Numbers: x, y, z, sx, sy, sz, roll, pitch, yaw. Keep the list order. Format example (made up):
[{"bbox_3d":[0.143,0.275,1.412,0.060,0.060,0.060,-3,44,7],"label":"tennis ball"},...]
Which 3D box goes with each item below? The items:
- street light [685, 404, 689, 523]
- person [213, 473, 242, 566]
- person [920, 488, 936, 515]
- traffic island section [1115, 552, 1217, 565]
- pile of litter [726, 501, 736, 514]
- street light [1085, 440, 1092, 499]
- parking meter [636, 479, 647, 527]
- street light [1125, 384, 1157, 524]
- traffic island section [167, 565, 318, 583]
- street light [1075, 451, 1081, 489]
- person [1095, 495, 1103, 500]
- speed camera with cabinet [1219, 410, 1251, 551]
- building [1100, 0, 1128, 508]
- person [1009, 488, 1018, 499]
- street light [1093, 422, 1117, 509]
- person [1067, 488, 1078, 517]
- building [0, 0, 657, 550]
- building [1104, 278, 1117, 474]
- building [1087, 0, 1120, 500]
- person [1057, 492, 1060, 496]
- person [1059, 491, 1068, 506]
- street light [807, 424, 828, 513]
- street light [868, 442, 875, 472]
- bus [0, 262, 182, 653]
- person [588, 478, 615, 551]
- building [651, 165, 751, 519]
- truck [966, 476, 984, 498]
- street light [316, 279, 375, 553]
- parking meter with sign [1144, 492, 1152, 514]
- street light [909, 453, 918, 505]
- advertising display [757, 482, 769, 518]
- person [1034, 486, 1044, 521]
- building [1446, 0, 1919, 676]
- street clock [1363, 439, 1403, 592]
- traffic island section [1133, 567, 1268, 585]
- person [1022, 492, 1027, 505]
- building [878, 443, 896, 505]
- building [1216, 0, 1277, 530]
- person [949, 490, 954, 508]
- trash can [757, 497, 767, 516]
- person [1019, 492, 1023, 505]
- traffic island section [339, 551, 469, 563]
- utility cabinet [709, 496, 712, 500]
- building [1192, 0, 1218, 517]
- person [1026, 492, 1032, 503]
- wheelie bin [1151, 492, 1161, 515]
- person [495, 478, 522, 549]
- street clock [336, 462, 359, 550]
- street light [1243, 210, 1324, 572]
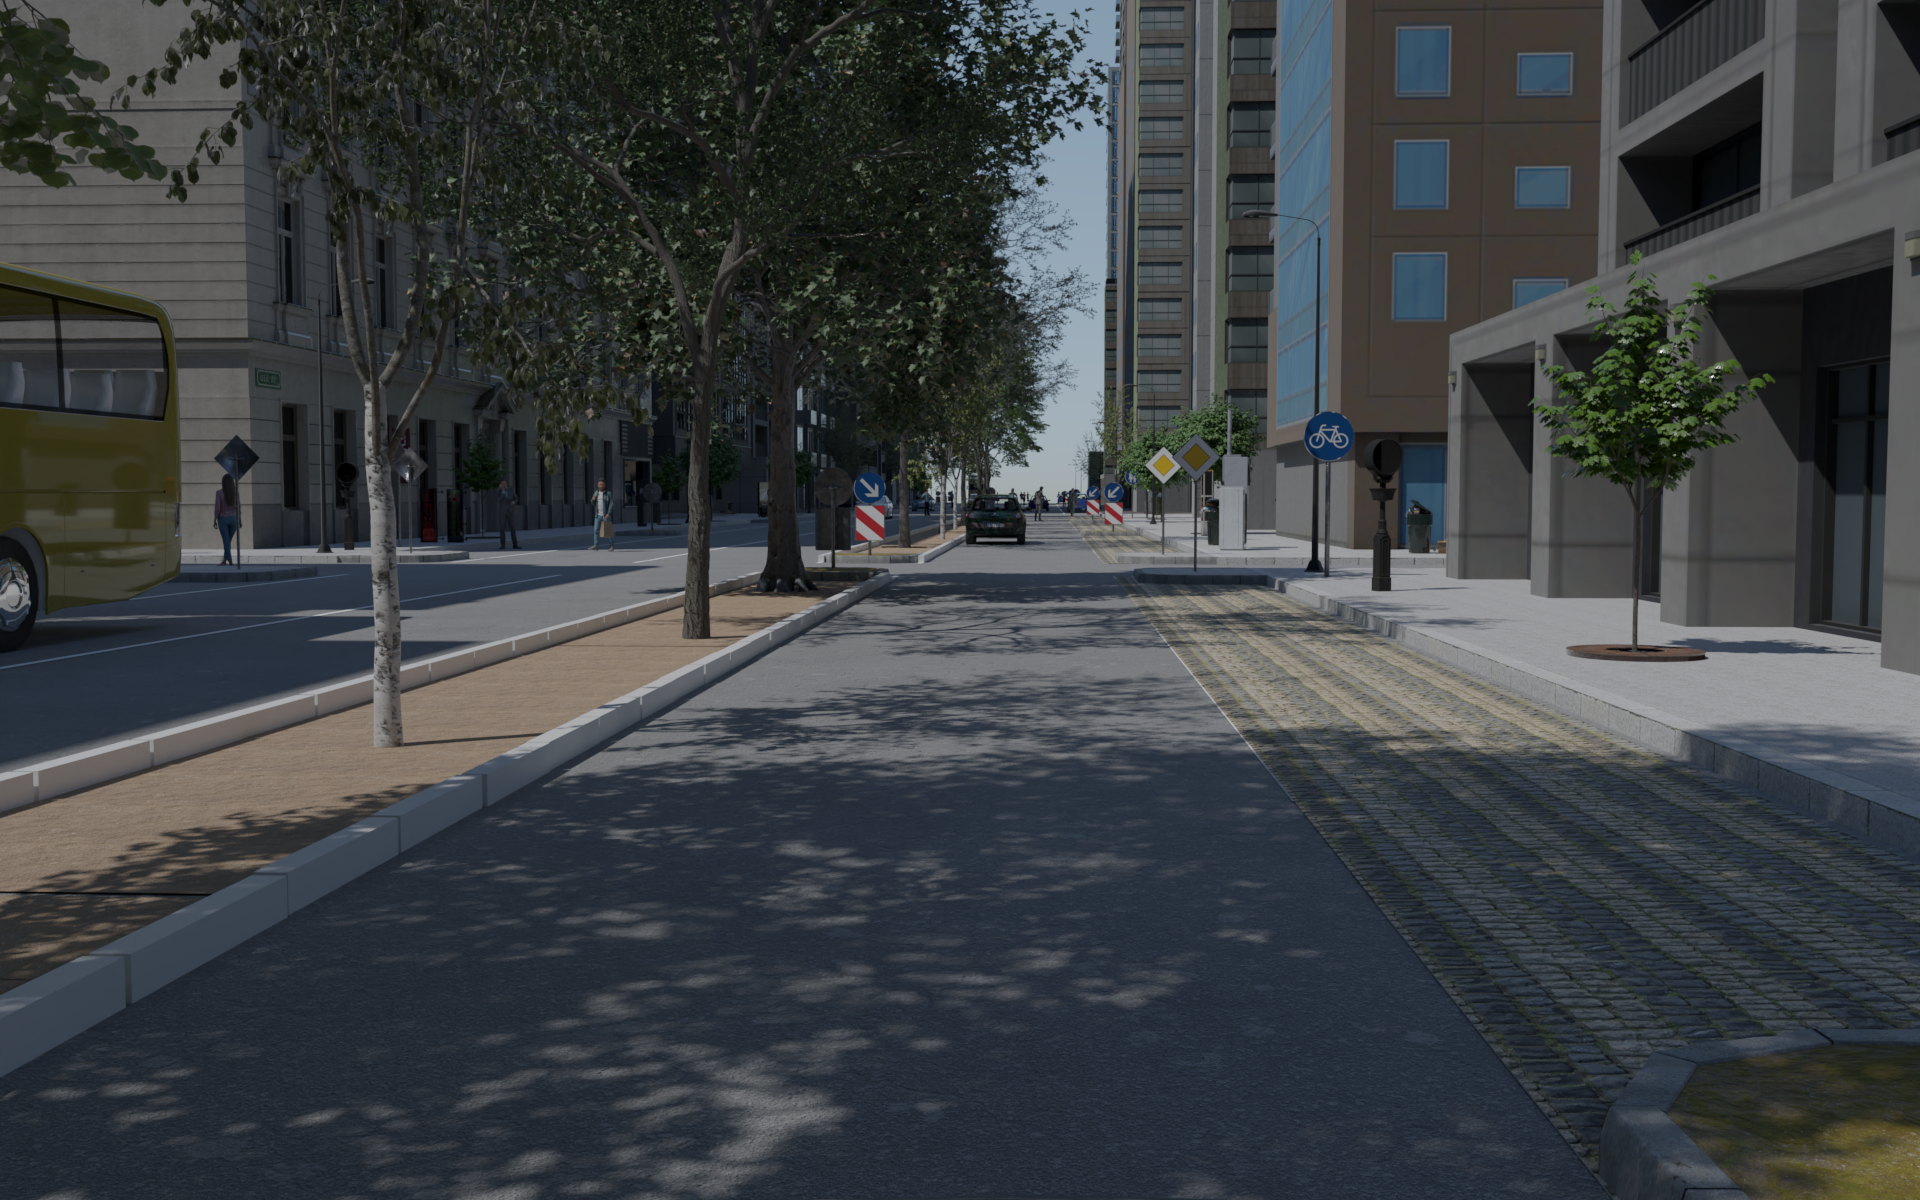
[{"bbox_3d":[-11.397,-6.325,75.963,1.470,5.913,1.316,0,4,3],"label":"street light"},{"bbox_3d":[-13.841,-1.484,32.770,0.388,1.821,0.555,2,4,33],"label":"person"},{"bbox_3d":[-2.216,-6.642,117.083,1.348,1.826,0.705,-3,5,-40],"label":"person"},{"bbox_3d":[4.318,-0.879,36.659,2.009,0.180,2.903,0,4,3],"label":"traffic island section"},{"bbox_3d":[-14.881,-5.881,110.112,1.176,0.858,1.719,-2,4,-34],"label":"pile of litter"},{"bbox_3d":[11.563,-10.840,149.779,1.470,5.913,1.316,0,4,3],"label":"street light"},{"bbox_3d":[-12.544,-3.821,68.192,0.399,1.863,0.255,-1,4,-17],"label":"parking meter"},{"bbox_3d":[7.650,-6.159,73.239,1.470,5.913,1.316,0,4,3],"label":"street light"},{"bbox_3d":[-12.305,-0.442,29.506,2.009,0.180,2.903,0,4,3],"label":"traffic island section"},{"bbox_3d":[13.376,-13.162,187.740,1.470,5.913,1.316,0,4,3],"label":"street light"},{"bbox_3d":[15.143,-11.190,191.468,1.348,1.823,0.705,0,4,6],"label":"person"},{"bbox_3d":[6.390,-2.805,40.195,0.660,3.252,2.038,1,4,13],"label":"speed camera with cabinet"},{"bbox_3d":[27.913,-47.353,212.470,20.563,71.187,20.611,0,4,3],"label":"building"},{"bbox_3d":[2.975,-5.533,99.369,0.661,1.777,0.834,-2,4,-28],"label":"person"},{"bbox_3d":[9.497,-8.481,111.198,1.470,5.913,1.316,0,4,3],"label":"street light"},{"bbox_3d":[7.015,-6.106,108.433,0.694,1.812,0.767,1,4,20],"label":"person"},{"bbox_3d":[-23.127,-17.398,60.879,17.030,29.872,44.131,0,4,3],"label":"building"},{"bbox_3d":[26.222,-28.129,231.616,14.160,30.474,14.107,0,4,3],"label":"building"},{"bbox_3d":[30.307,-57.495,252.714,22.319,86.520,31.000,0,4,3],"label":"building"},{"bbox_3d":[15.130,-15.668,264.669,0.705,1.824,1.348,-1,4,-20],"label":"person"},{"bbox_3d":[12.081,-11.775,201.036,1.348,1.823,0.705,3,5,39],"label":"person"},{"bbox_3d":[-9.449,-8.691,114.639,1.470,5.913,1.316,0,4,3],"label":"street light"},{"bbox_3d":[-7.499,-11.012,152.593,1.470,5.913,1.316,0,4,3],"label":"street light"},{"bbox_3d":[-9.822,-1.300,12.794,2.896,3.916,12.252,0,4,1],"label":"bus"},{"bbox_3d":[-8.822,-2.106,42.924,0.794,1.824,0.713,3,4,36],"label":"person"},{"bbox_3d":[-20.477,-18.452,95.196,14.314,27.812,24.014,0,4,3],"label":"building"},{"bbox_3d":[2.477,-16.464,258.099,2.839,4.237,11.283,0,4,1],"label":"truck"},{"bbox_3d":[-13.291,-3.972,37.485,1.470,5.913,1.316,0,4,3],"label":"street light"},{"bbox_3d":[12.360,-6.969,110.197,0.543,3.016,1.738,-2,4,-31],"label":"parking meter with sign"},{"bbox_3d":[-5.176,-13.716,196.803,1.470,5.913,1.316,0,4,3],"label":"street light"},{"bbox_3d":[-10.691,-5.441,94.180,0.123,1.923,0.974,2,4,26],"label":"advertising display"},{"bbox_3d":[4.229,-5.126,92.114,0.447,1.846,0.655,-3,5,-43],"label":"person"},{"bbox_3d":[17.184,-35.204,13.843,20.563,71.187,20.611,0,4,3],"label":"building"},{"bbox_3d":[5.568,-1.117,22.828,0.471,2.002,0.358,-1,4,-18],"label":"street clock"},{"bbox_3d":[3.915,-0.392,28.684,2.009,0.180,2.903,0,4,3],"label":"traffic island section"},{"bbox_3d":[8.264,-12.944,220.841,0.721,1.736,1.217,3,5,44],"label":"person"},{"bbox_3d":[-15.200,-26.524,205.364,14.160,30.474,14.107,0,4,3],"label":"building"},{"bbox_3d":[16.867,-18.092,67.509,14.160,30.474,14.107,0,4,3],"label":"building"},{"bbox_3d":[-0.857,-10.648,182.585,0.705,1.826,1.348,1,4,20],"label":"person"},{"bbox_3d":[-11.285,-5.358,99.249,0.748,1.137,0.748,0,3,0],"label":"trash can"},{"bbox_3d":[8.174,-13.412,228.230,0.683,1.767,0.568,0,4,2],"label":"person"},{"bbox_3d":[-11.902,-0.930,37.481,2.009,0.180,2.903,0,4,3],"label":"traffic island section"},{"bbox_3d":[-12.803,-4.568,85.848,1.020,1.237,0.306,-2,4,-29],"label":"utility cabinet"},{"bbox_3d":[23.647,-33.869,95.754,21.231,58.520,28.212,0,4,3],"label":"building"},{"bbox_3d":[9.463,-14.199,241.371,1.217,1.743,0.721,0,4,-2],"label":"person"},{"bbox_3d":[12.019,-5.938,104.992,0.980,1.594,0.693,3,5,42],"label":"wheelie bin"},{"bbox_3d":[-11.773,-2.254,45.151,0.655,1.846,0.447,-2,4,-28],"label":"person"},{"bbox_3d":[-13.985,-2.143,39.603,0.471,2.002,0.358,0,4,-8],"label":"street clock"},{"bbox_3d":[5.324,-3.422,28.486,1.470,5.913,1.316,0,4,3],"label":"street light"}]
